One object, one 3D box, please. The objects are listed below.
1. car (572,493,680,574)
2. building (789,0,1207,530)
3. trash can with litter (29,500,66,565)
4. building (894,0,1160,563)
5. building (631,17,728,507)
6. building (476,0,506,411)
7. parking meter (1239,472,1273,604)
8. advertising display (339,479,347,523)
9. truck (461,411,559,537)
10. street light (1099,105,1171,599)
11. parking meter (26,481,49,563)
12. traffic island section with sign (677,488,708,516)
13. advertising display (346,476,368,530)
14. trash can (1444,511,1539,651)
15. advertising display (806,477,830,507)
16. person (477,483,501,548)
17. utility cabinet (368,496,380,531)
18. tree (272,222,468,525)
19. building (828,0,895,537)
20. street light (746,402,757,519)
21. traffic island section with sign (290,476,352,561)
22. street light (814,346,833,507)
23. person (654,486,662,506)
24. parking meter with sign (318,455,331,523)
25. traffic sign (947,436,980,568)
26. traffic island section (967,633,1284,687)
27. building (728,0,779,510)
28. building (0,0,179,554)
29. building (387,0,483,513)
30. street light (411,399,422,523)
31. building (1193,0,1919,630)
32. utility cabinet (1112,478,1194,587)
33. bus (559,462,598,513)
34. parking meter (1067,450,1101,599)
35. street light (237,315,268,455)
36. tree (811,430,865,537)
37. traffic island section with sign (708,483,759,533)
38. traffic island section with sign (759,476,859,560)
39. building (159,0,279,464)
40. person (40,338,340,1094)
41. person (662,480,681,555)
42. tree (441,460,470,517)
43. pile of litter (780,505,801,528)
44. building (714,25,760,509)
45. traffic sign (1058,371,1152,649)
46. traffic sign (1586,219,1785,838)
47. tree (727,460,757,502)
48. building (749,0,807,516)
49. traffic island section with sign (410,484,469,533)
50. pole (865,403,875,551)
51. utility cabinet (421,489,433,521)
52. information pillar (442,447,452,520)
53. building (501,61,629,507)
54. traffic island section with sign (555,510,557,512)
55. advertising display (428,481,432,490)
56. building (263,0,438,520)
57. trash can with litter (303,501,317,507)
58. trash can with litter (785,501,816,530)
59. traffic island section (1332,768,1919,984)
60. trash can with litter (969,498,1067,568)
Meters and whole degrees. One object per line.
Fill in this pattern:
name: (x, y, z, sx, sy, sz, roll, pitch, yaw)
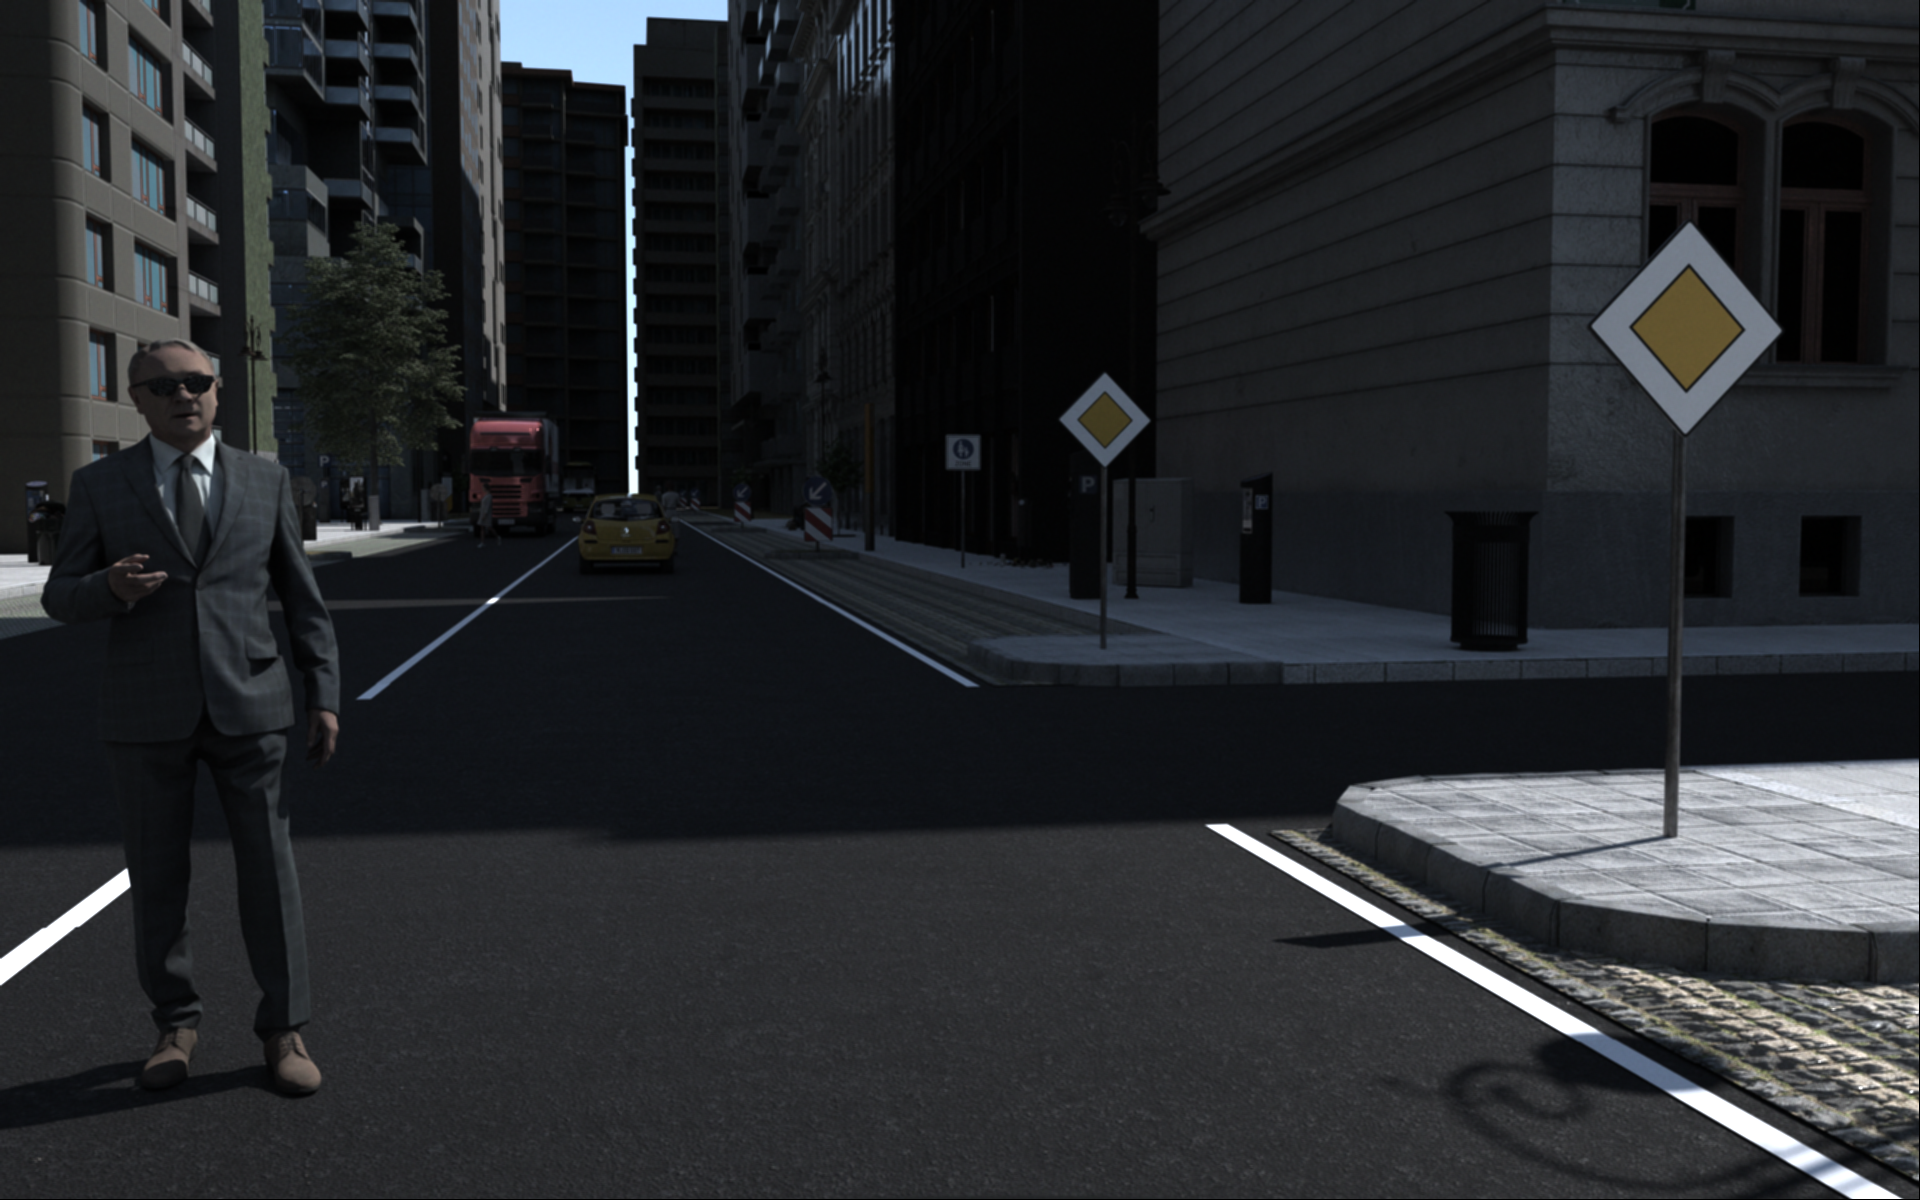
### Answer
car: (-6.272, -1.366, 32.553, 2.015, 1.641, 3.980, -1, 4, -11)
building: (0.245, -17.770, 77.929, 14.401, 28.519, 23.554, -1, 4, -11)
trash can with litter: (-16.497, -1.221, 31.345, 0.624, 1.170, 1.055, -2, 4, -28)
building: (5.719, -12.879, 40.250, 12.332, 23.373, 15.834, -1, 4, -11)
building: (-23.435, -34.163, 182.259, 21.600, 48.544, 21.300, -1, 4, -11)
building: (-51.860, -33.824, 142.256, 27.495, 52.752, 28.713, -1, 4, -11)
parking meter: (3.475, -0.729, 20.332, 0.372, 1.533, 0.369, 0, 3, 0)
advertising display: (-27.034, -4.379, 76.810, 0.123, 1.923, 0.974, 3, 5, 40)
truck: (-15.641, -4.413, 61.062, 2.839, 4.237, 11.283, -1, 4, -10)
street light: (2.109, -2.956, 21.123, 0.468, 5.910, 1.993, -1, 4, -11)
parking meter: (-17.251, -1.467, 32.404, 0.372, 1.533, 0.369, 0, 3, 0)
traffic island section with sign: (-17.716, -6.504, 114.973, 1.989, 1.847, 2.006, -1, 4, -11)
advertising display: (-21.418, -3.452, 61.647, 0.974, 1.923, 0.123, 3, 5, 39)
trash can: (4.375, -0.162, 14.301, 0.748, 1.137, 0.748, 0, 3, 0)
advertising display: (-5.321, -3.656, 64.985, 0.974, 1.923, 0.123, 1, 4, 23)
person: (-12.720, -2.288, 46.653, 0.466, 1.731, 0.760, 2, 4, 25)
utility cabinet: (-20.635, -3.045, 60.952, 0.306, 1.237, 1.020, -1, 4, -23)
tree: (-24.479, -9.422, 72.182, 7.486, 12.596, 7.792, 0, 3, 0)
building: (1.579, -12.717, 57.073, 9.793, 20.994, 18.267, -1, 4, -11)
street light: (-10.480, -7.005, 87.318, 0.468, 5.910, 1.993, -1, 4, -11)
traffic island section with sign: (-14.335, -1.773, 37.621, 1.989, 1.847, 2.006, -1, 4, -11)
street light: (-4.275, -4.973, 54.104, 0.468, 5.910, 1.993, -1, 4, -11)
person: (-12.125, -3.736, 69.987, 0.834, 1.777, 0.661, -2, 4, -31)
parking meter with sign: (-28.217, -4.929, 76.854, 0.543, 3.016, 1.738, -1, 4, -18)
traffic sign: (0.051, -1.705, 30.005, 0.606, 2.300, 0.079, -1, 4, -9)
traffic island section: (1.205, 0.485, 14.354, 2.009, 0.180, 2.903, -1, 4, -11)
building: (-3.961, -33.458, 136.270, 28.713, 52.752, 27.495, -1, 4, -11)
building: (-31.503, -11.227, 28.600, 27.650, 21.520, 28.899, -1, 4, -11)
building: (-41.392, -28.816, 121.252, 14.600, 45.320, 14.200, -1, 4, -11)
street light: (-24.369, -6.429, 77.908, 0.468, 5.910, 1.993, -1, 4, -11)
building: (15.266, -14.450, 23.649, 23.554, 28.519, 14.401, -1, 4, -11)
utility cabinet: (2.667, -0.940, 24.049, 1.173, 1.500, 0.318, 3, 5, 43)
bus: (-29.621, -8.768, 134.898, 2.896, 3.916, 12.252, -1, 4, -11)
parking meter: (1.520, -0.945, 21.170, 0.399, 1.863, 0.255, -1, 4, -9)
street light: (-18.274, -4.409, 44.869, 0.468, 5.910, 1.993, -1, 4, -11)
tree: (-3.516, -3.517, 52.099, 1.663, 3.219, 1.824, 0, 3, 0)
traffic island section with sign: (-8.330, -3.451, 65.054, 1.989, 1.847, 2.006, -1, 4, -11)
traffic island section with sign: (-3.346, -1.829, 38.530, 1.989, 1.847, 2.006, -1, 4, -11)
building: (-32.148, -22.917, 58.291, 14.154, 41.232, 14.086, -1, 4, -11)
person: (-1.817, 0.277, 4.148, 0.661, 1.801, 0.590, -2, 4, -29)
person: (-6.796, -1.935, 40.702, 0.480, 1.755, 0.524, -2, 4, -26)
tree: (-28.738, -6.374, 98.810, 1.663, 3.219, 1.824, 0, 3, 0)
pile of litter: (-6.191, -3.220, 66.611, 1.719, 0.858, 1.176, 1, 4, 22)
building: (-14.974, -28.904, 156.175, 14.154, 41.232, 14.086, -1, 4, -11)
traffic sign: (1.183, -0.650, 14.272, 0.795, 2.450, 0.064, -1, 4, -11)
traffic sign: (2.659, -0.170, 6.424, 0.795, 2.450, 0.064, -1, 4, -11)
tree: (-12.562, -6.399, 99.231, 1.663, 3.219, 1.824, 0, 3, 0)
building: (-0.757, -29.844, 107.557, 23.786, 49.044, 30.456, -1, 4, -11)
traffic island section with sign: (-19.415, -3.426, 64.648, 1.989, 1.847, 2.006, -1, 4, -11)
pole: (-2.038, -2.764, 39.029, 0.158, 3.312, 0.155, 0, 3, 0)
utility cabinet: (-25.582, -4.556, 83.177, 0.318, 1.500, 1.173, 0, 4, -5)
information pillar: (-25.386, -5.769, 85.679, 0.504, 3.616, 0.183, -3, 5, -40)
building: (-48.603, -32.010, 177.991, 28.867, 44.769, 22.147, -1, 4, -11)
traffic island section with sign: (-33.565, -8.027, 139.870, 1.989, 1.847, 2.006, -1, 4, -11)
advertising display: (-25.905, -4.862, 84.711, 0.123, 1.923, 0.974, -1, 4, -13)
building: (-41.249, -47.975, 97.070, 22.319, 86.520, 31.000, -1, 4, -11)
trash can with litter: (-24.503, -3.278, 64.984, 0.624, 1.170, 1.055, -1, 4, -16)
trash can with litter: (-5.648, -3.052, 61.285, 1.055, 1.170, 0.624, -1, 4, -15)
traffic island section: (2.680, 0.965, 6.506, 2.009, 0.180, 2.903, -1, 4, -11)
trash can with litter: (1.112, -1.208, 30.812, 1.678, 1.210, 2.233, -1, 4, -8)
